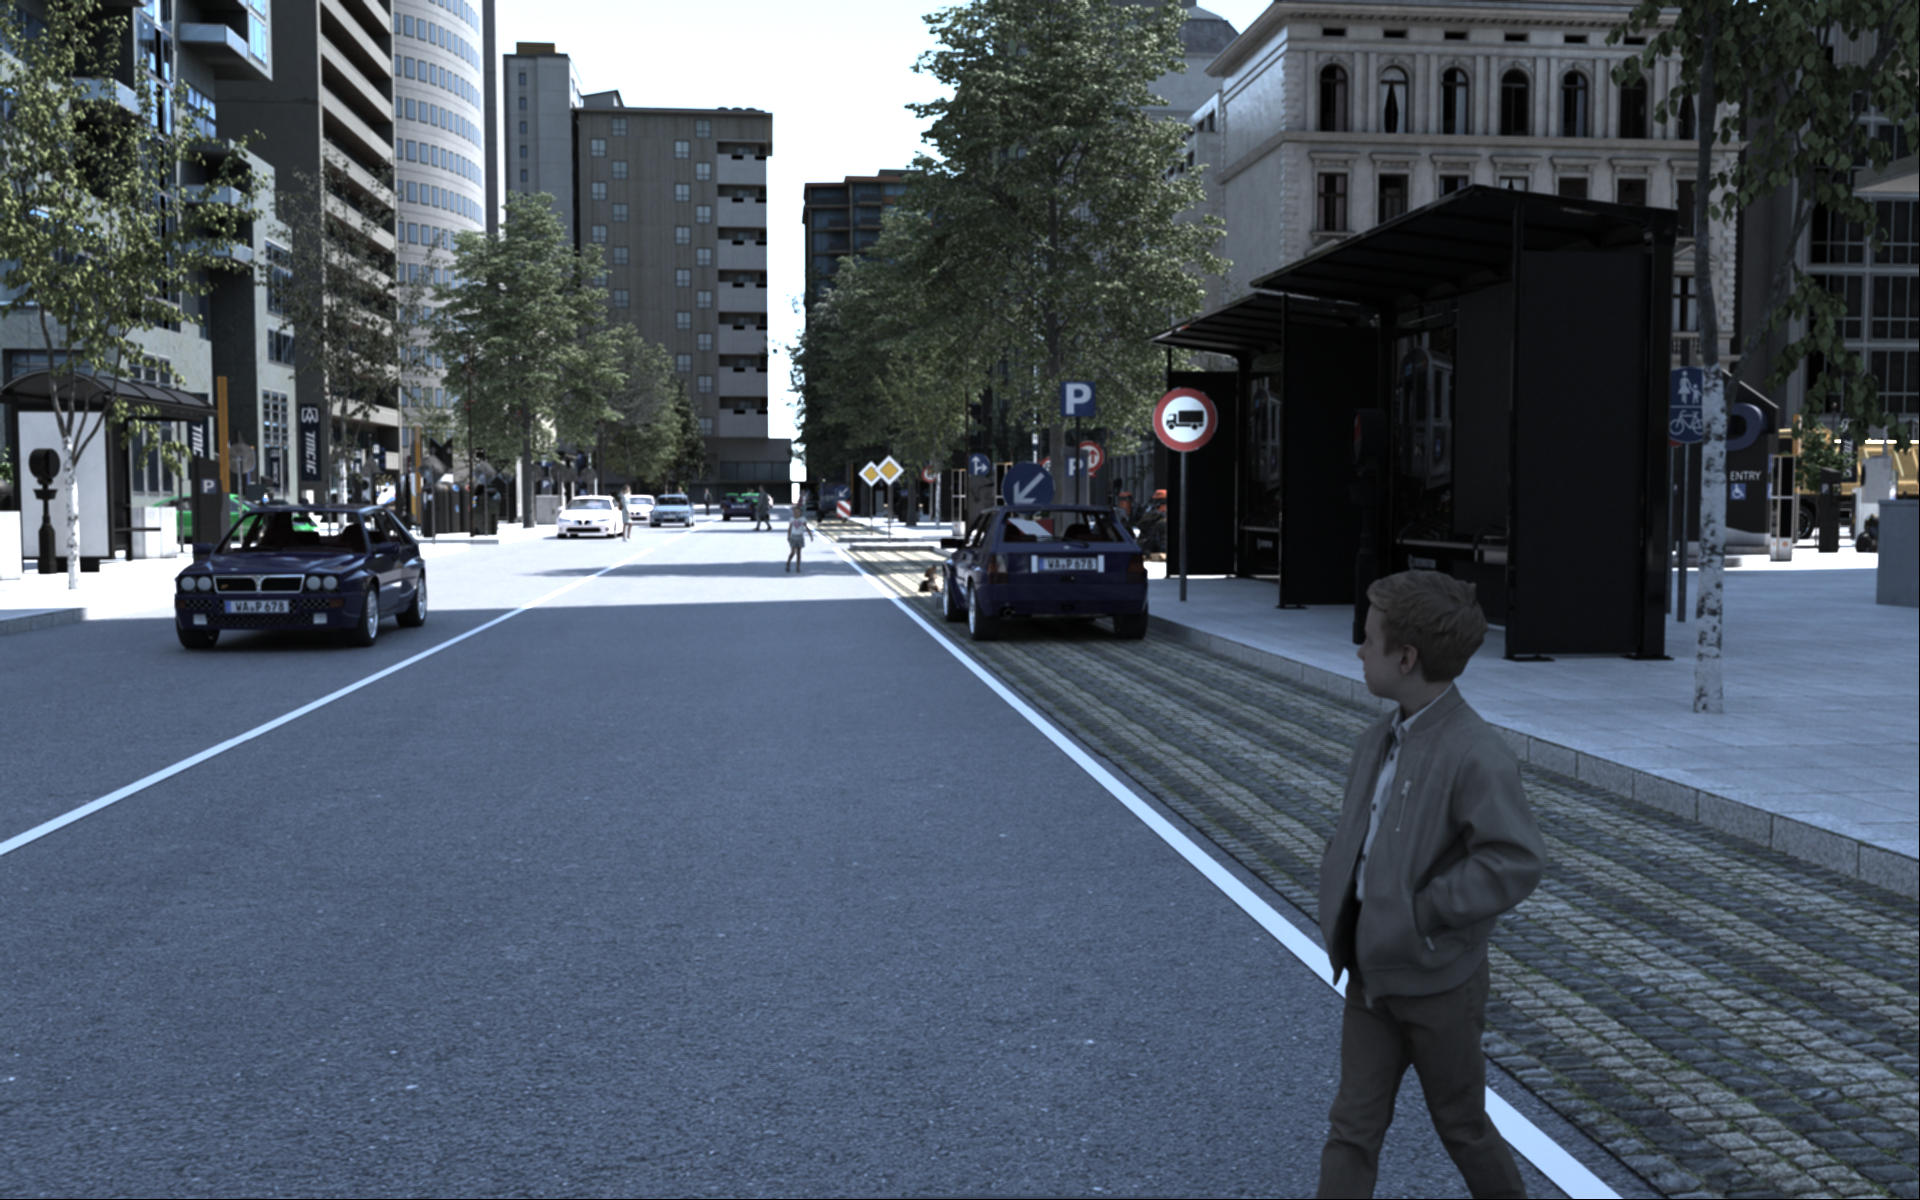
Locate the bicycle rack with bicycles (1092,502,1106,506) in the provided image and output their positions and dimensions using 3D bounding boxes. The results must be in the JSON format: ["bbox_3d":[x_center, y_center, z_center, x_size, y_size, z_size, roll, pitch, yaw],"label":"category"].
[{"bbox_3d":[5.870,-4.121,80.763,2.925,0.926,2.852,1,4,9],"label":"bicycle rack with bicycles"}]

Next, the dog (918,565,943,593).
[{"bbox_3d":[-0.372,-0.313,25.318,0.550,0.427,0.748,2,4,25],"label":"dog"}]

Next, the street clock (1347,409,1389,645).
[{"bbox_3d":[3.474,-0.624,14.765,0.358,2.002,0.471,0,4,2],"label":"street clock"}]

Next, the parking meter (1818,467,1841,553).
[{"bbox_3d":[19.002,-1.965,37.832,0.255,1.863,0.399,-1,4,-15],"label":"parking meter"}]

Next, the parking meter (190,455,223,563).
[{"bbox_3d":[-11.376,-1.252,26.178,0.399,1.863,0.255,-3,5,-42],"label":"parking meter"}]

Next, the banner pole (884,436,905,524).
[{"bbox_3d":[-2.852,-5.188,74.843,0.863,3.779,0.401,-1,4,-9],"label":"banner pole"}]

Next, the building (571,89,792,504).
[{"bbox_3d":[-36.843,-39.500,235.065,27.495,52.752,28.713,0,4,-6],"label":"building"}]

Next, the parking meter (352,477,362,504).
[{"bbox_3d":[-20.277,-3.217,58.305,0.255,1.863,0.399,-2,4,-29],"label":"parking meter"}]

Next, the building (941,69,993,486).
[{"bbox_3d":[10.804,-31.884,175.927,22.147,44.769,28.867,0,4,-6],"label":"building"}]

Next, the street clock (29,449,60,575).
[{"bbox_3d":[-14.591,-1.412,27.652,0.358,2.002,0.471,0,4,5],"label":"street clock"}]

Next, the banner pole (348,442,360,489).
[{"bbox_3d":[-29.135,-5.711,83.395,0.401,3.779,0.863,3,5,40],"label":"banner pole"}]

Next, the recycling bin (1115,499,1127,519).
[{"bbox_3d":[8.331,-4.793,90.924,0.722,1.027,0.722,-1,4,-11],"label":"recycling bin"}]

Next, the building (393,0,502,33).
[{"bbox_3d":[-48.681,-36.345,136.237,21.231,58.520,28.212,0,4,-6],"label":"building"}]

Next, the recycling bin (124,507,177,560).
[{"bbox_3d":[-16.011,-1.327,34.247,0.722,1.027,0.722,2,4,34],"label":"recycling bin"}]

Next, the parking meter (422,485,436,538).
[{"bbox_3d":[-15.576,-2.593,50.808,0.372,1.533,0.369,0,3,0],"label":"parking meter"}]

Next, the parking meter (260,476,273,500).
[{"bbox_3d":[-22.135,-3.036,55.344,0.399,1.863,0.255,3,5,40],"label":"parking meter"}]

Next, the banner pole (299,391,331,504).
[{"bbox_3d":[-15.550,-3.177,41.960,0.863,3.779,0.401,-1,4,-21],"label":"banner pole"}]

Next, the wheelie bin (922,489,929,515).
[{"bbox_3d":[-1.981,-6.114,107.876,0.693,1.594,0.980,-2,4,-27],"label":"wheelie bin"}]

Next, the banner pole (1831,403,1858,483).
[{"bbox_3d":[24.279,-3.529,47.717,0.863,3.779,0.401,3,4,36],"label":"banner pole"}]

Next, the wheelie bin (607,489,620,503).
[{"bbox_3d":[-22.292,-6.345,111.648,0.693,1.594,0.980,1,4,13],"label":"wheelie bin"}]

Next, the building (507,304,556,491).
[{"bbox_3d":[-56.308,-19.928,170.869,28.899,21.520,27.650,0,4,-6],"label":"building"}]

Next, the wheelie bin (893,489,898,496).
[{"bbox_3d":[-4.369,-6.602,115.846,0.693,1.594,0.980,0,4,6],"label":"wheelie bin"}]

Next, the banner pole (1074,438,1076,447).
[{"bbox_3d":[5.311,-5.334,77.221,0.863,3.779,0.401,-3,4,-37],"label":"banner pole"}]

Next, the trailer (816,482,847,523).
[{"bbox_3d":[-6.457,-4.851,86.360,1.471,1.999,3.904,0,4,-8],"label":"trailer"}]

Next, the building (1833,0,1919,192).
[{"bbox_3d":[30.399,-26.263,18.647,28.713,52.752,27.495,0,4,-6],"label":"building"}]

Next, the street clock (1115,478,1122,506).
[{"bbox_3d":[7.178,-4.515,78.389,0.358,2.002,0.471,-1,4,-8],"label":"street clock"}]

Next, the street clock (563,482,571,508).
[{"bbox_3d":[-17.743,-4.509,78.298,0.358,2.002,0.471,-2,4,-33],"label":"street clock"}]

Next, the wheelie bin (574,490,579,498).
[{"bbox_3d":[-26.300,-6.877,120.340,0.980,1.594,0.693,-2,4,-29],"label":"wheelie bin"}]

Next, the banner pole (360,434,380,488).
[{"bbox_3d":[-24.639,-5.067,72.865,0.401,3.779,0.863,1,4,21],"label":"banner pole"}]

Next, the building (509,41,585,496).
[{"bbox_3d":[-64.160,-41.985,228.458,28.212,58.520,21.231,0,4,-6],"label":"building"}]

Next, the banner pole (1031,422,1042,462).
[{"bbox_3d":[2.680,-4.287,60.101,0.401,3.779,0.863,2,4,31],"label":"banner pole"}]

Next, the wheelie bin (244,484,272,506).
[{"bbox_3d":[-21.664,-2.787,53.480,0.980,1.594,0.693,1,4,16],"label":"wheelie bin"}]

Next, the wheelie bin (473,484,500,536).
[{"bbox_3d":[-14.682,-2.803,53.744,0.693,1.594,0.980,2,4,34],"label":"wheelie bin"}]

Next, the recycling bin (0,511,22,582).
[{"bbox_3d":[-14.374,-0.793,25.517,0.722,1.027,0.722,2,4,30],"label":"recycling bin"}]

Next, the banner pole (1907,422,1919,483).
[{"bbox_3d":[32.785,-4.276,59.935,0.863,3.779,0.401,2,4,25],"label":"banner pole"}]

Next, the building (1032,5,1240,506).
[{"bbox_3d":[12.455,-20.602,114.335,11.434,29.767,29.804,0,4,-6],"label":"building"}]

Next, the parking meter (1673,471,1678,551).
[{"bbox_3d":[15.977,-2.025,38.821,0.399,1.863,0.255,1,4,20],"label":"parking meter"}]

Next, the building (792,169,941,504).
[{"bbox_3d":[-8.573,-35.559,236.009,28.867,44.769,22.147,0,4,-6],"label":"building"}]

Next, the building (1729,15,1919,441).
[{"bbox_3d":[46.221,-15.819,77.706,30.058,24.678,14.314,0,4,-6],"label":"building"}]

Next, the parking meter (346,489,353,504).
[{"bbox_3d":[-27.864,-4.331,79.215,0.372,1.533,0.369,0,3,0],"label":"parking meter"}]

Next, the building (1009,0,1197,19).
[{"bbox_3d":[10.670,-27.912,139.954,14.154,41.232,14.086,0,4,-6],"label":"building"}]

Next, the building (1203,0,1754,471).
[{"bbox_3d":[21.314,-14.940,73.143,19.941,23.489,11.050,0,4,-6],"label":"building"}]

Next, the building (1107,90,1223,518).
[{"bbox_3d":[14.441,-14.450,91.003,10.420,20.320,16.860,0,4,-6],"label":"building"}]

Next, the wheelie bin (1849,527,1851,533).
[{"bbox_3d":[29.538,-2.995,56.872,0.980,1.594,0.693,-3,5,-44],"label":"wheelie bin"}]

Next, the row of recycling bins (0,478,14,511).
[{"bbox_3d":[-22.175,-2.052,40.661,3.534,1.692,1.069,0,4,-5],"label":"row of recycling bins"}]

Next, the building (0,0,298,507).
[{"bbox_3d":[-43.178,-46.598,74.544,22.319,86.520,31.000,0,4,-6],"label":"building"}]

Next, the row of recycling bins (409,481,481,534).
[{"bbox_3d":[-16.623,-3.043,56.860,1.069,1.692,3.534,1,4,11],"label":"row of recycling bins"}]

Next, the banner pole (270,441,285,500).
[{"bbox_3d":[-31.949,-5.581,81.261,0.863,3.779,0.401,0,4,-2],"label":"banner pole"}]

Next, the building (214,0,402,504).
[{"bbox_3d":[-48.857,-29.714,109.525,21.300,48.544,21.600,0,4,-6],"label":"building"}]

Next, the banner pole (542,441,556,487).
[{"bbox_3d":[-18.976,-5.495,79.863,0.863,3.779,0.401,-3,5,-43],"label":"banner pole"}]

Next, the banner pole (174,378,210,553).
[{"bbox_3d":[-16.698,-2.911,37.609,0.863,3.779,0.401,-3,5,-39],"label":"banner pole"}]
